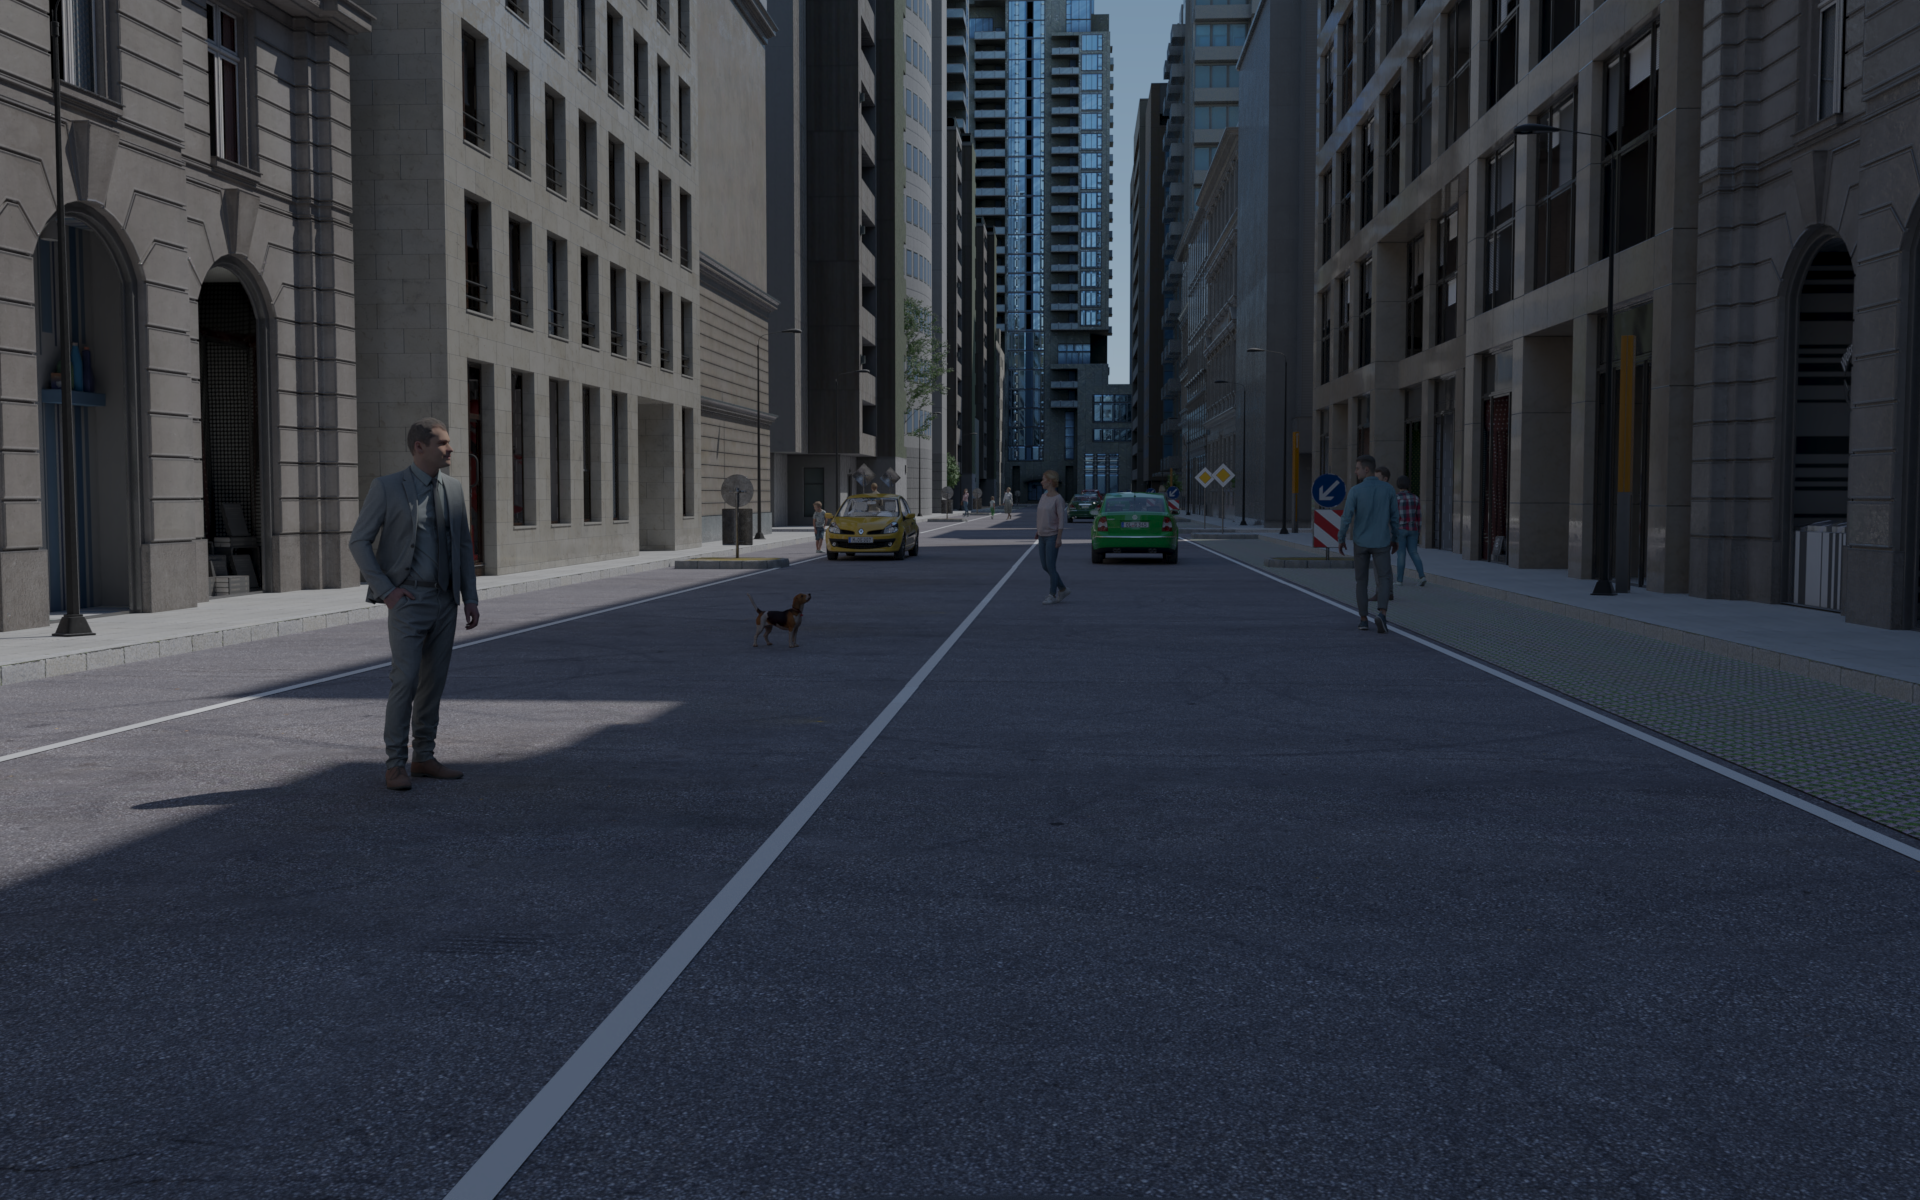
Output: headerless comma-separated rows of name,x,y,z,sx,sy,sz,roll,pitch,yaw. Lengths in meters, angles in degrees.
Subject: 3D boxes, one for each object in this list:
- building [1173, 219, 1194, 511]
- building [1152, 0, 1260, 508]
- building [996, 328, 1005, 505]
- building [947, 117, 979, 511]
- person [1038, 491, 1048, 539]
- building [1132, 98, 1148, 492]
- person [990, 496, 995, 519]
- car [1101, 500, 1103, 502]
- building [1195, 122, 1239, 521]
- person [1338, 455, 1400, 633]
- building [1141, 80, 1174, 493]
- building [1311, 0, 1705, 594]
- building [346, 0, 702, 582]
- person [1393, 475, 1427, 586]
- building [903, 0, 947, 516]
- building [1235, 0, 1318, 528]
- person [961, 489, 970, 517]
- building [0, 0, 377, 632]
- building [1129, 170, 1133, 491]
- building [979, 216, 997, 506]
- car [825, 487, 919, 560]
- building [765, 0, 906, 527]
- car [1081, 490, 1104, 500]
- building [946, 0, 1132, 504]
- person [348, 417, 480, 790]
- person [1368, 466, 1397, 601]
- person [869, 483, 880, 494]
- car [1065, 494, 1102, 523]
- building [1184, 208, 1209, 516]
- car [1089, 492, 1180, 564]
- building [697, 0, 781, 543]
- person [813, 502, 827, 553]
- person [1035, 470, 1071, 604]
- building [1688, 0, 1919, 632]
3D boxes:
building,21.869,-18.331,128.592,11.050,23.489,19.941,0,4,4
building,30.467,-33.186,162.192,23.786,49.044,30.456,0,4,4
building,-9.740,-21.953,203.970,28.899,21.520,27.650,0,4,4
building,-6.205,-22.110,133.192,14.160,30.474,14.107,0,4,4
person,2.627,-2.696,52.600,0.620,1.820,0.660,-1,4,-21
building,31.227,-35.412,202.695,21.300,48.544,21.600,0,4,4
person,1.825,-5.202,97.808,0.306,1.304,0.590,1,4,16
car,8.754,-5.342,96.142,1.959,1.807,4.718,0,4,2
building,18.698,-15.526,90.004,11.583,22.565,21.152,0,4,4
person,4.262,-0.594,18.069,0.638,1.841,0.748,1,4,14
building,26.930,-32.726,185.178,14.600,45.320,14.200,0,4,4
building,19.811,-14.268,37.795,19.350,26.468,34.151,0,4,4
building,-11.992,-10.918,33.266,10.420,20.320,16.860,0,4,4
person,6.920,-1.072,26.867,0.563,1.720,0.643,-1,4,-17
building,-12.330,-34.347,103.581,21.231,58.520,28.212,0,4,4
building,26.708,-15.281,68.904,30.058,24.678,14.314,0,4,4
person,0.388,-6.032,107.711,0.643,1.750,0.593,-2,4,-28
building,-14.968,-10.428,12.302,13.314,21.916,24.055,0,4,4
building,29.707,-35.406,229.001,14.200,45.320,14.600,0,4,4
building,-3.548,-24.932,179.336,14.160,30.474,14.107,0,4,4
car,-1.937,-1.746,38.773,2.015,1.641,3.980,0,4,5
building,-9.915,-18.371,72.061,14.160,30.474,14.107,0,4,4
car,11.059,-8.445,146.756,2.281,1.827,5.304,0,4,5
building,7.370,-56.250,232.352,31.000,86.520,22.319,0,4,4
person,-2.696,-0.003,8.648,0.391,1.810,0.635,2,4,28
person,5.565,-0.885,23.165,0.583,1.804,0.606,0,4,-7
person,-2.547,-2.575,51.147,0.519,1.759,0.362,-2,4,-32
car,6.330,-4.608,87.141,2.131,1.459,4.920,0,4,5
building,19.612,-15.936,109.709,9.793,20.994,18.267,0,4,4
car,3.727,-1.724,36.988,1.959,1.807,4.718,0,4,6
building,-23.284,-14.179,50.917,34.723,24.649,14.460,0,4,4
person,-3.399,-1.769,42.110,0.332,1.250,0.352,1,4,21
person,1.221,-0.825,22.662,0.598,1.740,0.731,-3,5,-40
building,14.214,-10.238,9.199,13.314,21.916,24.055,0,4,4
